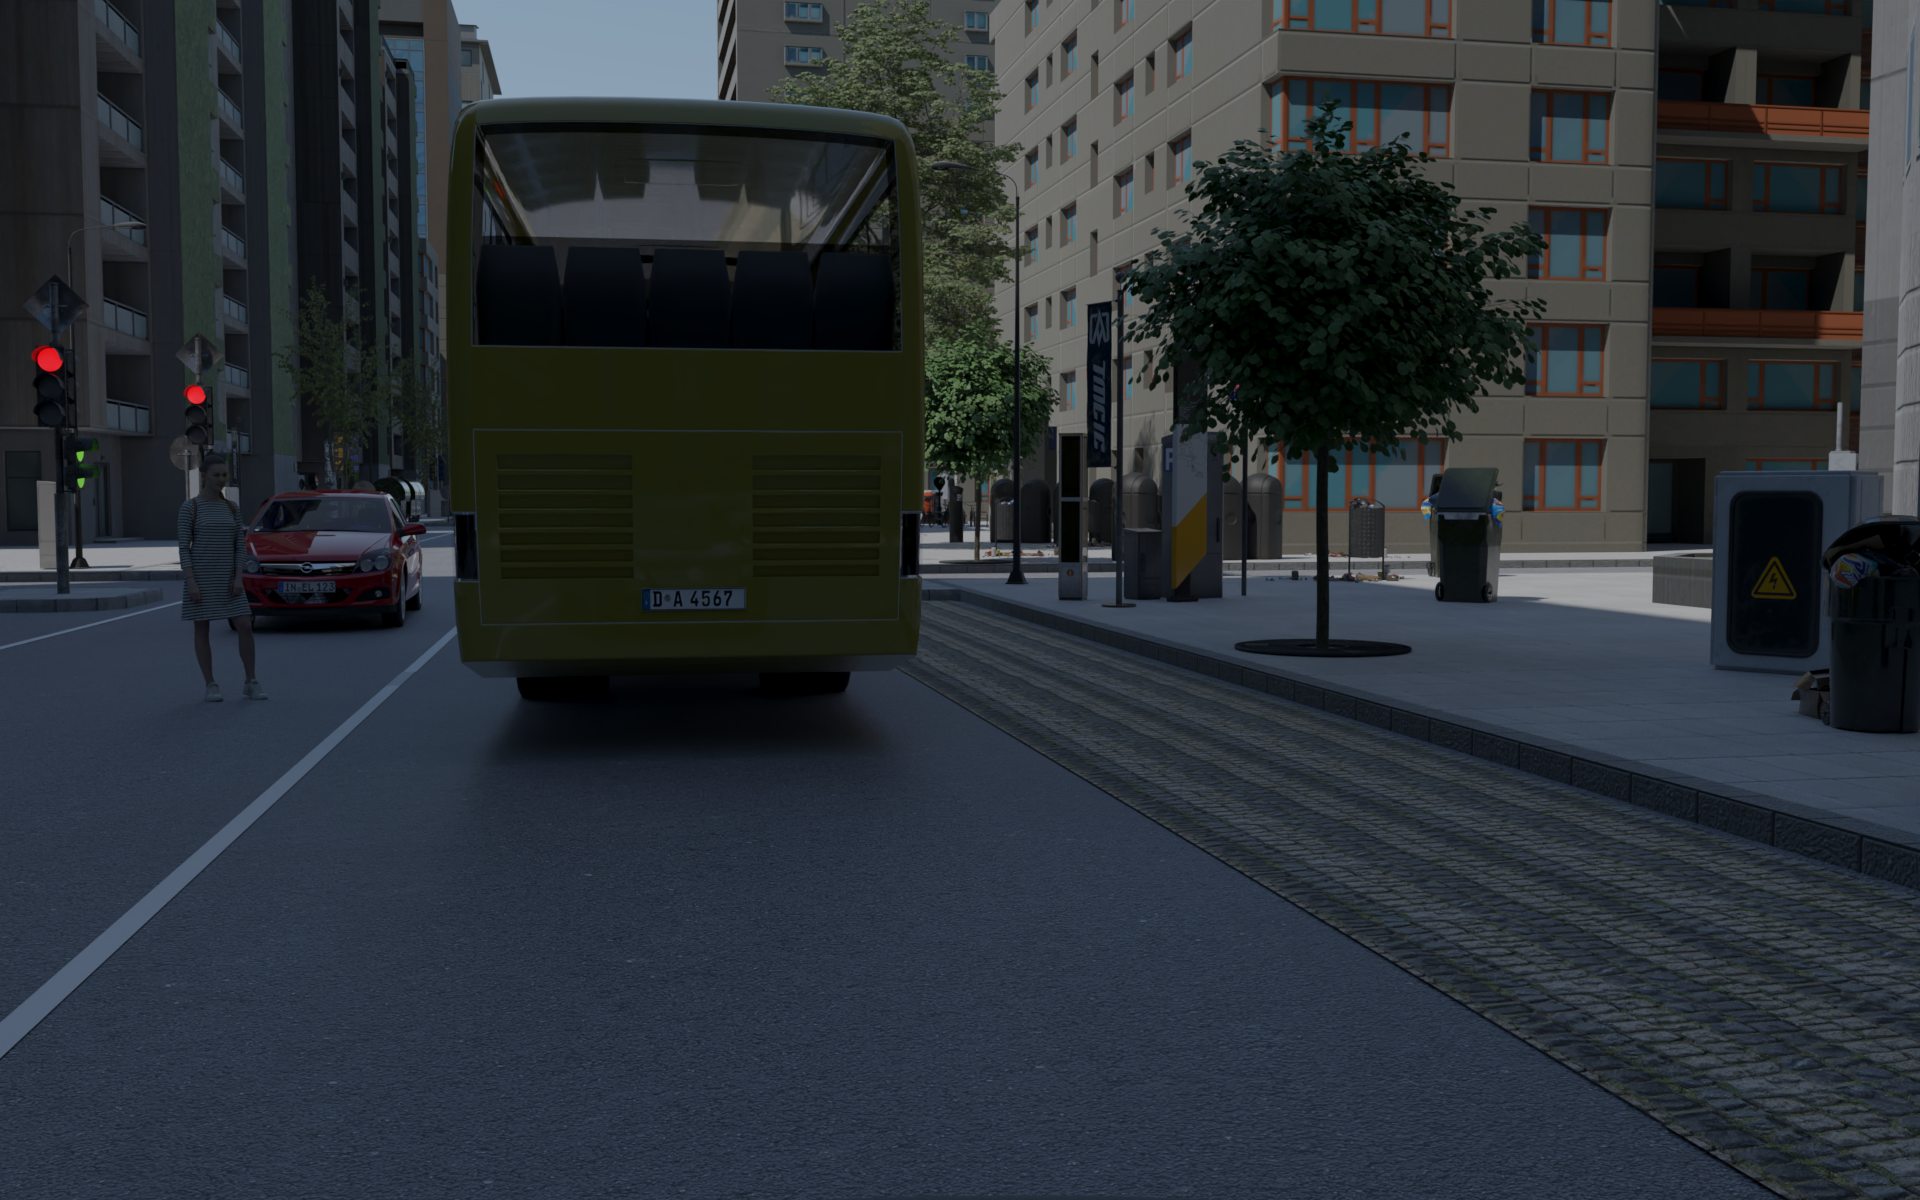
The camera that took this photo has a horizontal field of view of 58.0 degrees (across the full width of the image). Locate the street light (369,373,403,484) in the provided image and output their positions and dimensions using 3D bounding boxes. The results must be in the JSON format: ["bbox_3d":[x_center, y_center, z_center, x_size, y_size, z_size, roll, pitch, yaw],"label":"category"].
[{"bbox_3d":[-22.135,-5.758,66.690,1.470,5.913,1.316,-1,4,-12],"label":"street light"}]

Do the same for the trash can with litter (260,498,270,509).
[{"bbox_3d":[-20.369,-2.413,50.844,0.624,1.170,1.055,-3,5,-43],"label":"trash can with litter"}]

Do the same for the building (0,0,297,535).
[{"bbox_3d":[-33.926,-23.327,64.994,14.154,41.232,14.086,-1,4,-12],"label":"building"}]

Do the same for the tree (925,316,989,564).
[{"bbox_3d":[0.259,-2.964,32.168,4.285,4.588,4.351,0,3,0],"label":"tree"}]

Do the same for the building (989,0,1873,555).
[{"bbox_3d":[17.983,-12.673,52.240,28.899,21.520,27.650,-1,4,-12],"label":"building"}]

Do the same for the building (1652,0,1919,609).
[{"bbox_3d":[19.804,-28.612,9.813,21.231,58.520,28.212,-1,4,-12],"label":"building"}]

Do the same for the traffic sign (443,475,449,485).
[{"bbox_3d":[-30.453,-6.330,103.504,0.884,2.594,0.081,0,4,-6],"label":"traffic sign"}]

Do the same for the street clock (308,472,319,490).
[{"bbox_3d":[-20.875,-3.145,55.997,0.358,2.002,0.471,0,4,-5],"label":"street clock"}]

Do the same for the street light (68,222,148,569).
[{"bbox_3d":[-14.571,-3.492,29.631,1.470,5.913,1.316,-1,4,-12],"label":"street light"}]

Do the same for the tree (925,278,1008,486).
[{"bbox_3d":[-0.039,-6.557,57.562,4.737,8.622,4.395,0,3,0],"label":"tree"}]

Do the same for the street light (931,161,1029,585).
[{"bbox_3d":[0.279,-3.174,24.443,1.470,5.913,1.316,-1,4,-12],"label":"street light"}]

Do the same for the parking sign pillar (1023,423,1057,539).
[{"bbox_3d":[2.299,-3.766,50.039,1.447,3.967,1.447,-2,4,-27],"label":"parking sign pillar"}]

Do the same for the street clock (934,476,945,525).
[{"bbox_3d":[-0.842,-4.073,71.168,0.471,2.002,0.358,0,4,3],"label":"street clock"}]

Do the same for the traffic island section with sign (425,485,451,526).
[{"bbox_3d":[-22.906,-4.221,77.645,1.989,1.847,2.006,-1,4,-12],"label":"traffic island section with sign"}]

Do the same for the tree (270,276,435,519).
[{"bbox_3d":[-21.277,-6.671,59.427,4.737,8.622,4.395,0,3,0],"label":"tree"}]

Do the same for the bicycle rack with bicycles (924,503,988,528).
[{"bbox_3d":[-0.142,-3.229,66.179,2.852,0.926,2.925,-1,4,-15],"label":"bicycle rack with bicycles"}]

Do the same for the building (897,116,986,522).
[{"bbox_3d":[4.672,-15.339,95.832,27.650,21.520,28.899,-1,4,-12],"label":"building"}]

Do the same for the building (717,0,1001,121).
[{"bbox_3d":[-6.971,-31.073,131.747,21.300,48.544,21.600,-1,4,-12],"label":"building"}]

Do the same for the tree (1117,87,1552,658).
[{"bbox_3d":[2.955,-1.866,14.231,4.285,4.588,4.351,0,3,0],"label":"tree"}]

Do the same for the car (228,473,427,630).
[{"bbox_3d":[-7.192,-0.659,19.808,2.155,1.783,4.494,-1,4,-13],"label":"car"}]

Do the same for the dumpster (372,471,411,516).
[{"bbox_3d":[-24.003,-4.304,72.856,1.502,2.255,1.985,-1,4,-11],"label":"dumpster"}]

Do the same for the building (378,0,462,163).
[{"bbox_3d":[-50.653,-30.581,150.112,14.600,45.320,14.200,-1,4,-12],"label":"building"}]

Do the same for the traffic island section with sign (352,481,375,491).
[{"bbox_3d":[-17.327,-2.553,50.363,1.989,1.847,2.006,-1,4,-12],"label":"traffic island section with sign"}]

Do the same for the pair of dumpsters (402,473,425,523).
[{"bbox_3d":[-25.066,-4.610,77.864,1.574,2.255,4.437,-1,4,-12],"label":"pair of dumpsters"}]

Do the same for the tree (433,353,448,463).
[{"bbox_3d":[-27.393,-8.442,88.385,4.737,8.622,4.395,0,3,0],"label":"tree"}]

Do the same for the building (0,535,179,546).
[{"bbox_3d":[-27.915,-22.026,43.719,14.154,41.232,14.086,-1,4,-12],"label":"building"}]

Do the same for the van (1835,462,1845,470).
[{"bbox_3d":[16.384,-1.541,32.209,4.112,2.044,2.013,-1,4,-12],"label":"van"}]

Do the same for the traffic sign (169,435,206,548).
[{"bbox_3d":[-16.625,-2.275,37.299,0.768,2.556,0.104,0,4,-4],"label":"traffic sign"}]

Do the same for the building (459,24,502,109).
[{"bbox_3d":[-67.393,-37.210,197.628,28.713,52.752,27.495,-1,4,-12],"label":"building"}]

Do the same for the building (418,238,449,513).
[{"bbox_3d":[-52.396,-17.339,128.531,27.650,21.520,28.899,-1,4,-12],"label":"building"}]

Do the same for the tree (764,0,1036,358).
[{"bbox_3d":[-1.811,-7.448,39.902,7.486,12.596,7.792,0,3,0],"label":"tree"}]

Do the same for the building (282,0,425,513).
[{"bbox_3d":[-41.839,-20.599,108.503,14.160,30.474,14.107,-1,4,-12],"label":"building"}]
